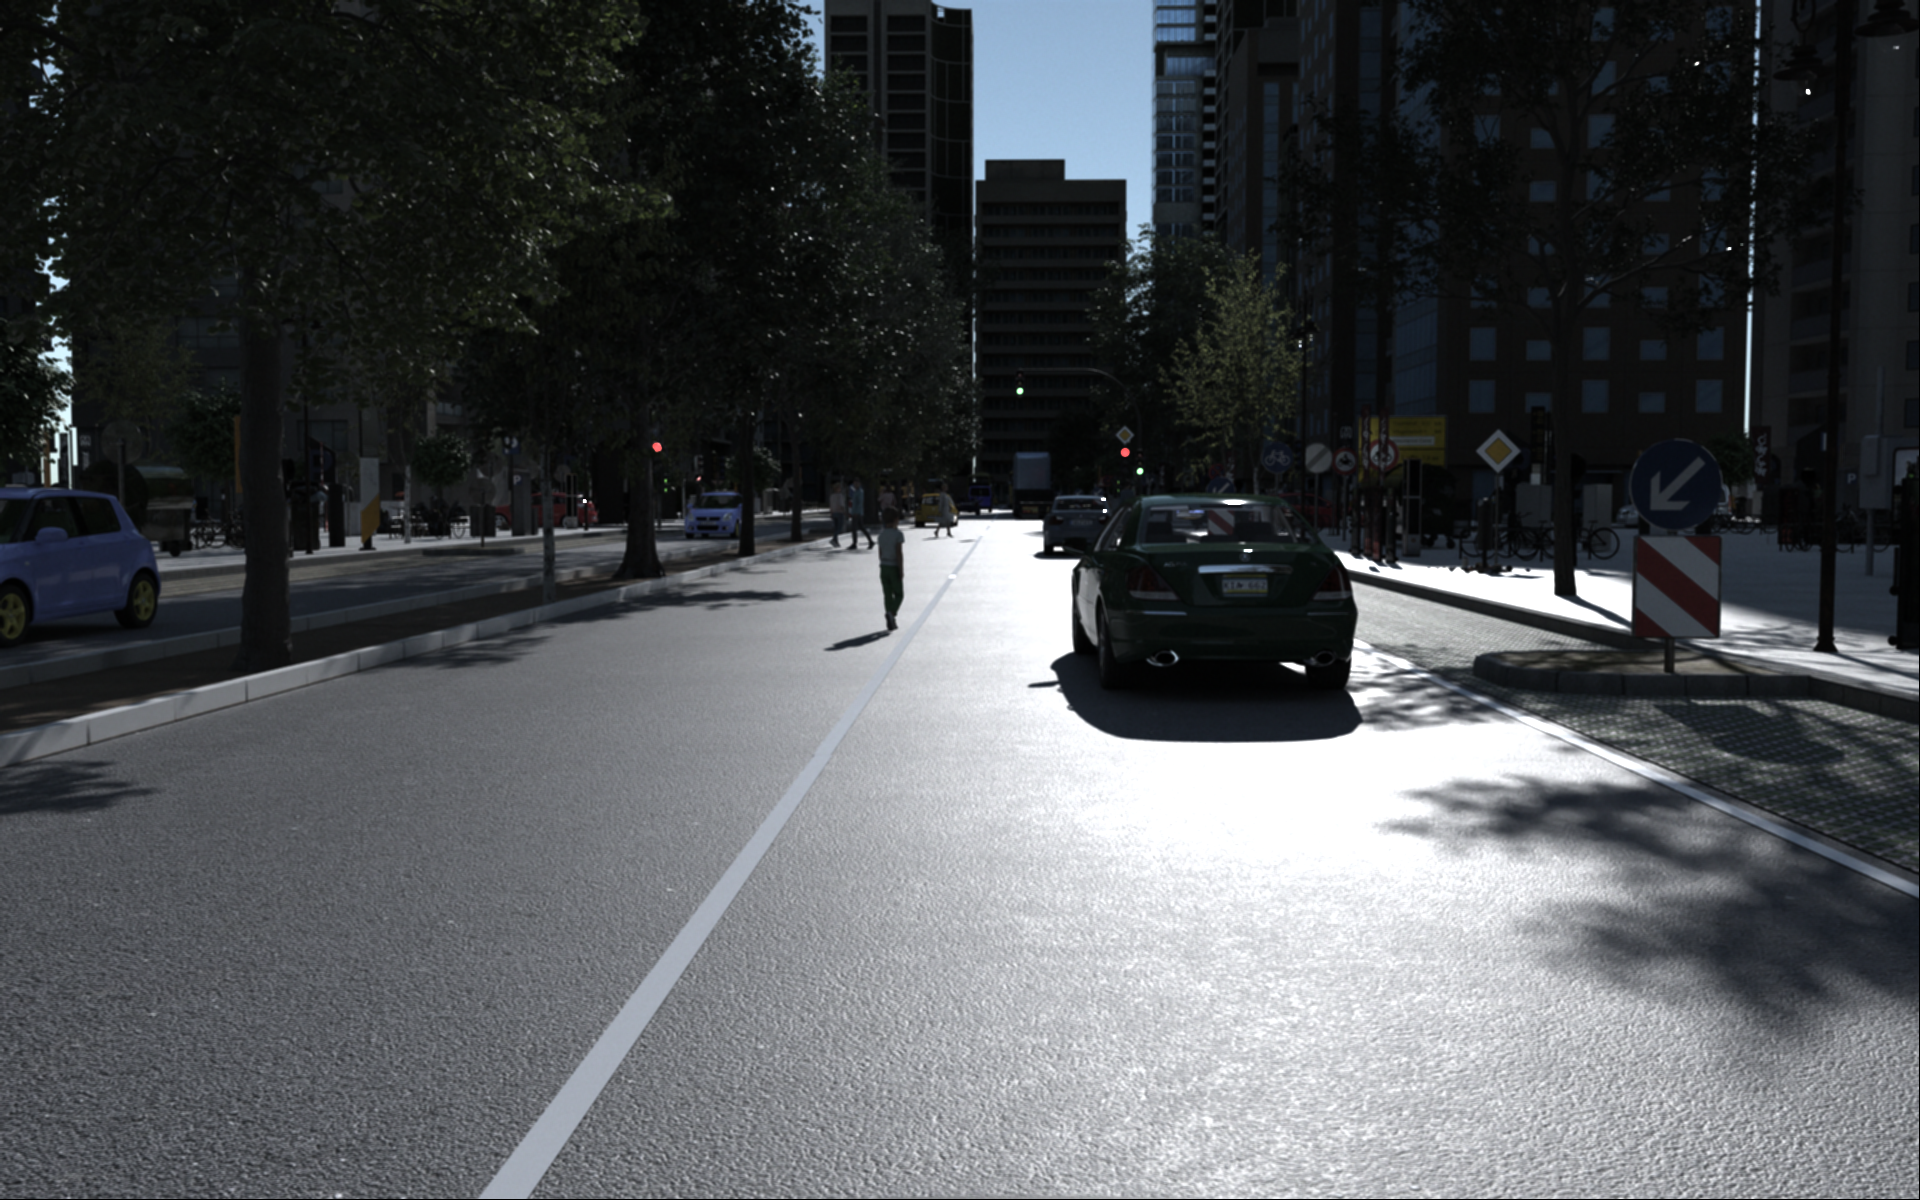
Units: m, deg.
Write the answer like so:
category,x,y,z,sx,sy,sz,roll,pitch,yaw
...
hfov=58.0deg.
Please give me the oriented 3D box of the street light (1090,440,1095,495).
category,x,y,z,sx,sy,sz,roll,pitch,yaw
street light,11.025,-10.520,144.789,0.468,5.910,1.993,0,4,2

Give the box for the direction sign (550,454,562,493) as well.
category,x,y,z,sx,sy,sz,roll,pitch,yaw
direction sign,-21.522,-6.133,92.267,0.876,3.537,0.379,2,4,34

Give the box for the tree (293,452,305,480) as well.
category,x,y,z,sx,sy,sz,roll,pitch,yaw
tree,-30.328,-5.234,80.175,1.663,3.219,1.824,0,3,0

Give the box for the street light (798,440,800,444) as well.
category,x,y,z,sx,sy,sz,roll,pitch,yaw
street light,-11.355,-9.012,120.130,0.468,5.910,1.993,0,4,2

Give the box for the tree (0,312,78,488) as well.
category,x,y,z,sx,sy,sz,roll,pitch,yaw
tree,-15.281,-2.617,26.499,4.285,4.588,4.351,0,3,0

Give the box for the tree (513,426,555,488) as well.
category,x,y,z,sx,sy,sz,roll,pitch,yaw
tree,-25.223,-9.428,104.516,4.360,8.622,3.978,0,3,0

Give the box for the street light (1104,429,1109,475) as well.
category,x,y,z,sx,sy,sz,roll,pitch,yaw
street light,10.294,-9.063,120.962,0.468,5.910,1.993,0,4,2

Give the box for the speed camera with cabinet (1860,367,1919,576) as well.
category,x,y,z,sx,sy,sz,roll,pitch,yaw
speed camera with cabinet,14.562,-1.958,26.347,0.660,3.252,2.038,0,4,-5

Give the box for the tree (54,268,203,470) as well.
category,x,y,z,sx,sy,sz,roll,pitch,yaw
tree,-24.218,-6.154,50.979,4.737,8.622,4.395,0,3,0

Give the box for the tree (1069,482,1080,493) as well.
category,x,y,z,sx,sy,sz,roll,pitch,yaw
tree,13.239,-12.492,198.851,1.663,3.219,1.824,0,3,0

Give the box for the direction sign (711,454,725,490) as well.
category,x,y,z,sx,sy,sz,roll,pitch,yaw
direction sign,-13.734,-6.502,98.310,0.876,3.537,0.379,-3,5,-41

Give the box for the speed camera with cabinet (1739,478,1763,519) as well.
category,x,y,z,sx,sy,sz,roll,pitch,yaw
speed camera with cabinet,41.427,-5.854,90.056,0.660,3.252,2.038,-1,4,-14

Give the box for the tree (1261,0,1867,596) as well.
category,x,y,z,sx,sy,sz,roll,pitch,yaw
tree,7.346,-5.339,21.706,7.601,10.594,8.767,0,4,0

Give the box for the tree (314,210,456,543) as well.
category,x,y,z,sx,sy,sz,roll,pitch,yaw
tree,-14.503,-5.789,45.018,4.360,8.622,3.978,0,3,0

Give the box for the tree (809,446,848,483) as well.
category,x,y,z,sx,sy,sz,roll,pitch,yaw
tree,-10.412,-13.689,158.221,7.601,10.594,8.767,0,4,4

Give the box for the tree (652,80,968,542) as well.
category,x,y,z,sx,sy,sz,roll,pitch,yaw
tree,-4.850,-8.455,51.062,12.009,13.543,11.850,0,3,0

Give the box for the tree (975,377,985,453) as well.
category,x,y,z,sx,sy,sz,roll,pitch,yaw
tree,-2.603,-13.254,125.822,9.857,13.997,8.962,0,3,0

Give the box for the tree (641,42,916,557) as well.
category,x,y,z,sx,sy,sz,roll,pitch,yaw
tree,-4.801,-6.800,39.388,9.928,11.665,9.643,0,3,0

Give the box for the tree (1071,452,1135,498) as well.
category,x,y,z,sx,sy,sz,roll,pitch,yaw
tree,11.312,-8.845,128.322,4.285,4.588,4.351,0,3,0

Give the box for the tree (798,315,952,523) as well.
category,x,y,z,sx,sy,sz,roll,pitch,yaw
tree,-4.257,-10.066,85.171,7.486,12.596,7.792,0,3,0

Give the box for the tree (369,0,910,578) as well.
category,x,y,z,sx,sy,sz,roll,pitch,yaw
tree,-5.469,-6.731,29.520,9.611,12.733,9.660,0,3,0

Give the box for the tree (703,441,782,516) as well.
category,x,y,z,sx,sy,sz,roll,pitch,yaw
tree,-12.122,-7.203,101.478,4.285,4.588,4.351,0,3,0

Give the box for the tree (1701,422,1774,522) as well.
category,x,y,z,sx,sy,sz,roll,pitch,yaw
tree,34.983,-5.810,78.708,4.285,4.588,4.351,0,3,0

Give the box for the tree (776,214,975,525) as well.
category,x,y,z,sx,sy,sz,roll,pitch,yaw
tree,-4.060,-10.229,76.363,9.857,13.997,8.962,0,3,0

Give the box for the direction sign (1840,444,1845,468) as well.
category,x,y,z,sx,sy,sz,roll,pitch,yaw
direction sign,39.982,-5.293,78.529,0.379,3.537,0.876,1,4,18

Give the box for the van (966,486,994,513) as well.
category,x,y,z,sx,sy,sz,roll,pitch,yaw
van,1.560,-8.018,135.482,2.240,2.365,5.245,0,4,1

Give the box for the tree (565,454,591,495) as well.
category,x,y,z,sx,sy,sz,roll,pitch,yaw
tree,-18.373,-5.429,83.359,1.663,3.219,1.824,0,3,0

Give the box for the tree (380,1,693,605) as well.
category,x,y,z,sx,sy,sz,roll,pitch,yaw
tree,-5.249,-4.218,21.790,4.737,8.622,4.395,0,3,0

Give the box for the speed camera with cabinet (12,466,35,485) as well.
category,x,y,z,sx,sy,sz,roll,pitch,yaw
speed camera with cabinet,-39.629,-4.886,74.218,0.660,3.252,2.038,1,4,11

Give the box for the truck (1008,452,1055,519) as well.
category,x,y,z,sx,sy,sz,roll,pitch,yaw
truck,4.628,-7.084,105.587,2.967,4.110,18.799,0,4,0

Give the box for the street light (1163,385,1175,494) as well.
category,x,y,z,sx,sy,sz,roll,pitch,yaw
street light,8.833,-6.148,73.308,0.468,5.910,1.993,0,4,2

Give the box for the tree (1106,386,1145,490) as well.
category,x,y,z,sx,sy,sz,roll,pitch,yaw
tree,10.018,-8.648,91.755,4.360,8.622,3.978,0,3,0

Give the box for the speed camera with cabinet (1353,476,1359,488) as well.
category,x,y,z,sx,sy,sz,roll,pitch,yaw
speed camera with cabinet,19.361,-5.295,80.902,0.660,3.252,2.038,-3,5,-41

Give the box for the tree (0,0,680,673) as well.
category,x,y,z,sx,sy,sz,roll,pitch,yaw
tree,-5.721,-5.719,14.090,7.486,12.596,7.792,0,3,0

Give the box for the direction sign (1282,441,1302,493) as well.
category,x,y,z,sx,sy,sz,roll,pitch,yaw
direction sign,14.180,-5.005,73.822,0.379,3.537,0.876,-3,5,-43

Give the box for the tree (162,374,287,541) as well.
category,x,y,z,sx,sy,sz,roll,pitch,yaw
tree,-20.129,-3.904,47.539,4.285,4.588,4.351,0,3,0

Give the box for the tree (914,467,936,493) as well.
category,x,y,z,sx,sy,sz,roll,pitch,yaw
tree,-3.049,-9.261,104.231,4.737,8.622,4.395,0,3,0

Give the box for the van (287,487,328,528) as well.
category,x,y,z,sx,sy,sz,roll,pitch,yaw
van,-25.962,-3.734,68.069,4.112,2.044,2.013,0,4,3

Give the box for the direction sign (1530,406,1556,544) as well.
category,x,y,z,sx,sy,sz,roll,pitch,yaw
direction sign,15.172,-3.225,44.733,0.876,3.537,0.379,0,4,7

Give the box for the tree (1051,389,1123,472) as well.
category,x,y,z,sx,sy,sz,roll,pitch,yaw
tree,12.187,-13.432,154.023,8.767,10.594,7.601,-1,4,-19

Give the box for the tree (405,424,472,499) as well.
category,x,y,z,sx,sy,sz,roll,pitch,yaw
tree,-24.468,-5.982,81.525,4.285,4.588,4.351,0,3,0

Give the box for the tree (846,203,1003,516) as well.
category,x,y,z,sx,sy,sz,roll,pitch,yaw
tree,-4.003,-15.555,112.669,12.611,20.169,13.585,0,3,0

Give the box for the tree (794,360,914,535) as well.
category,x,y,z,sx,sy,sz,roll,pitch,yaw
tree,-4.031,-6.563,60.131,4.737,8.622,4.395,0,3,0

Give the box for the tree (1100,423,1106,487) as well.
category,x,y,z,sx,sy,sz,roll,pitch,yaw
tree,10.162,-9.412,104.242,4.360,8.622,3.978,0,3,0

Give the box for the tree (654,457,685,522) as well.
category,x,y,z,sx,sy,sz,roll,pitch,yaw
tree,-13.665,-5.187,79.401,1.663,3.219,1.824,0,3,0

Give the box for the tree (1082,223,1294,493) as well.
category,x,y,z,sx,sy,sz,roll,pitch,yaw
tree,10.475,-10.703,81.643,9.857,13.997,8.962,0,3,0

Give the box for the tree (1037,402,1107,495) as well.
category,x,y,z,sx,sy,sz,roll,pitch,yaw
tree,13.893,-18.240,215.232,9.611,12.733,9.660,0,3,0

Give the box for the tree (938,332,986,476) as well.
category,x,y,z,sx,sy,sz,roll,pitch,yaw
tree,-3.412,-10.728,94.864,9.611,12.733,9.660,0,3,0

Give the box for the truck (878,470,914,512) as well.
category,x,y,z,sx,sy,sz,roll,pitch,yaw
truck,-5.132,-8.812,140.003,3.469,3.379,9.791,0,4,1

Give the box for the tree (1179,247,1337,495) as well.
category,x,y,z,sx,sy,sz,roll,pitch,yaw
tree,8.899,-6.180,51.398,4.360,8.622,3.978,0,3,0

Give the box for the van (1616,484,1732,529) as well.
category,x,y,z,sx,sy,sz,roll,pitch,yaw
van,27.690,-3.685,67.254,4.112,2.044,2.013,0,4,2

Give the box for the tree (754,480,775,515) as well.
category,x,y,z,sx,sy,sz,roll,pitch,yaw
tree,-12.687,-7.004,109.124,1.663,3.219,1.824,0,3,0

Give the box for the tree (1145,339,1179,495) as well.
category,x,y,z,sx,sy,sz,roll,pitch,yaw
tree,8.782,-6.554,57.514,4.360,8.622,3.978,0,3,0
